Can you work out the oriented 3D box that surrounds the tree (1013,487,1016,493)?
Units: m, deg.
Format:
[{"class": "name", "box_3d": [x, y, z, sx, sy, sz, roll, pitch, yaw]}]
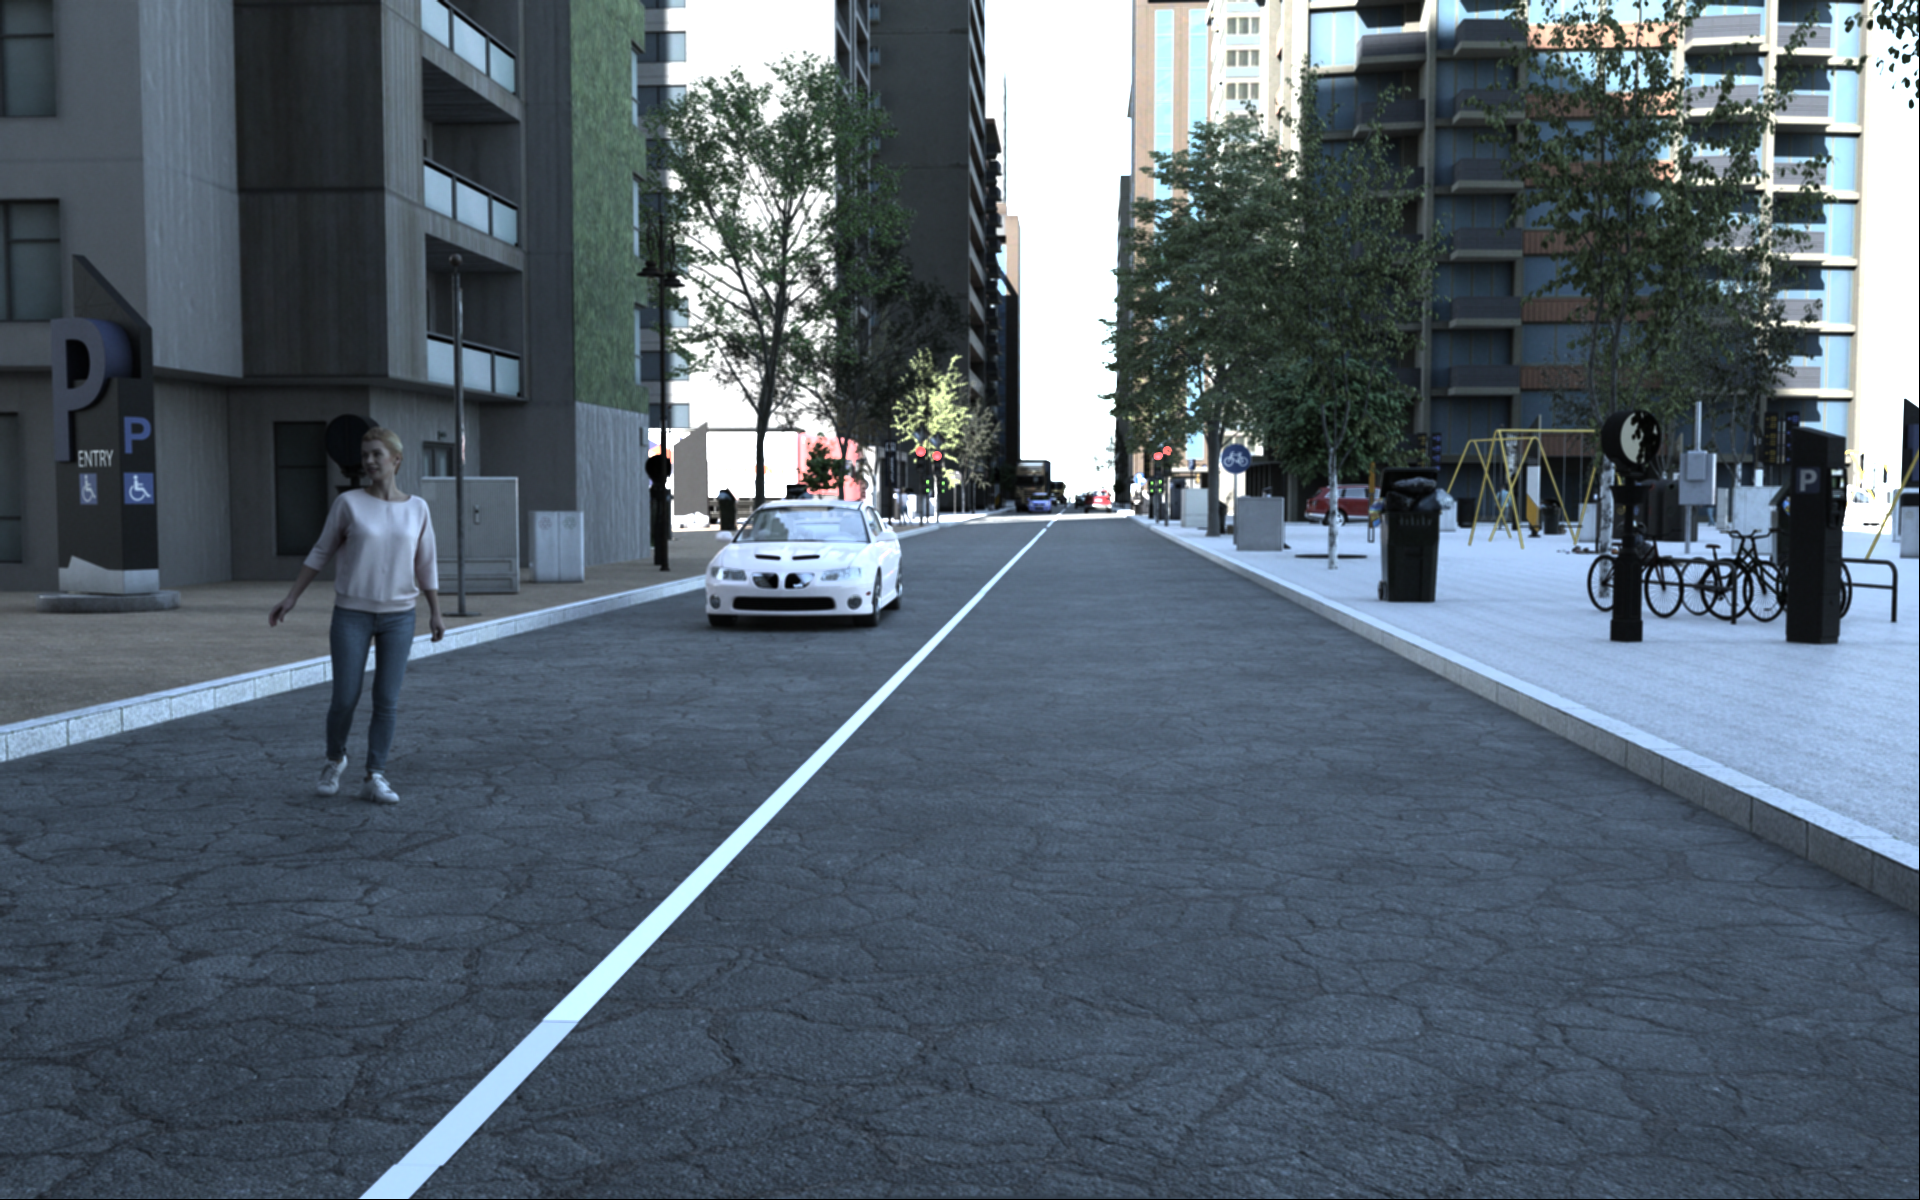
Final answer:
[{"class": "tree", "box_3d": [6.768, -12.690, 202.088, 1.663, 3.219, 1.824, 0, 3, 0]}]

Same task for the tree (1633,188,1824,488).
[{"class": "tree", "box_3d": [19.034, -5.631, 42.424, 4.360, 8.622, 3.978, 0, 3, 0]}]

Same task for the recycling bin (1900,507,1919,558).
[{"class": "recycling bin", "box_3d": [19.407, -1.358, 34.765, 0.722, 1.027, 0.722, -2, 4, -34]}]

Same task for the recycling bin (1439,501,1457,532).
[{"class": "recycling bin", "box_3d": [16.551, -2.859, 59.297, 0.722, 1.027, 0.722, 0, 4, 1]}]

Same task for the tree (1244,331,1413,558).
[{"class": "tree", "box_3d": [7.454, -3.142, 35.080, 4.285, 4.588, 4.351, 0, 3, 0]}]

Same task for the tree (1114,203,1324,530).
[{"class": "tree", "box_3d": [9.190, -8.351, 62.287, 9.928, 11.665, 9.643, 0, 3, 0]}]

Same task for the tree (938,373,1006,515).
[{"class": "tree", "box_3d": [0.266, -9.445, 104.784, 4.360, 8.622, 3.978, 0, 3, 0]}]

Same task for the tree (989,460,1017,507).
[{"class": "tree", "box_3d": [4.406, -11.215, 167.081, 4.285, 4.588, 4.351, 0, 3, 0]}]

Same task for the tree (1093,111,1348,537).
[{"class": "tree", "box_3d": [8.052, -8.177, 51.828, 7.486, 12.596, 7.792, 0, 3, 0]}]

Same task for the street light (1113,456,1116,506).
[{"class": "street light", "box_3d": [17.244, -13.476, 193.114, 0.468, 5.910, 1.993, 0, 4, 4]}]

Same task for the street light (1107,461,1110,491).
[{"class": "street light", "box_3d": [19.566, -15.557, 227.144, 0.468, 5.910, 1.993, 0, 4, 4]}]

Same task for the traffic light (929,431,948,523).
[{"class": "traffic light", "box_3d": [-0.984, -5.418, 77.497, 0.839, 4.253, 0.868, 0, 4, 4]}]

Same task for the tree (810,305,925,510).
[{"class": "tree", "box_3d": [-3.524, -7.107, 66.563, 4.360, 8.622, 3.978, 0, 3, 0]}]

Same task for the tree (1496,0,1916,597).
[{"class": "tree", "box_3d": [8.267, -4.338, 21.292, 4.737, 8.622, 4.395, 0, 3, 0]}]

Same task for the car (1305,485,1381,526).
[{"class": "car", "box_3d": [16.930, -3.840, 71.452, 5.304, 1.827, 2.281, 0, 4, 6]}]

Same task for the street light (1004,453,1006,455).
[{"class": "street light", "box_3d": [3.820, -11.093, 154.150, 0.468, 5.910, 1.993, 0, 4, 4]}]

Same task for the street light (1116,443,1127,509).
[{"class": "street light", "box_3d": [14.893, -11.436, 159.758, 0.468, 5.910, 1.993, 0, 4, 4]}]

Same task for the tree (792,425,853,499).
[{"class": "tree", "box_3d": [-4.048, -3.327, 49.003, 1.663, 3.219, 1.824, 0, 3, 0]}]

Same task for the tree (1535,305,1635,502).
[{"class": "tree", "box_3d": [23.965, -7.021, 65.156, 4.360, 8.622, 3.978, 0, 3, 0]}]

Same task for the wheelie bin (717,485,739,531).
[{"class": "wheelie bin", "box_3d": [-8.180, -3.246, 60.983, 0.693, 1.594, 0.980, 0, 4, 2]}]

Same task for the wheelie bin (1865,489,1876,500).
[{"class": "wheelie bin", "box_3d": [57.769, -6.250, 110.092, 0.693, 1.594, 0.980, 1, 4, 9]}]

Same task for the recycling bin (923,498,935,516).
[{"class": "recycling bin", "box_3d": [-1.907, -5.385, 100.595, 0.722, 1.027, 0.722, -1, 4, -18]}]

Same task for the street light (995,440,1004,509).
[{"class": "street light", "box_3d": [3.196, -10.511, 144.647, 0.468, 5.910, 1.993, 0, 4, 4]}]

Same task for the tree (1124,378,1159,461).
[{"class": "tree", "box_3d": [11.340, -9.014, 97.748, 4.737, 8.622, 4.395, 0, 3, 0]}]

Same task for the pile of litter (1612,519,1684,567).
[{"class": "pile of litter", "box_3d": [12.351, -1.062, 31.329, 1.176, 0.858, 1.719, 0, 4, -6]}]

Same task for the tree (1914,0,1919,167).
[{"class": "tree", "box_3d": [8.331, -3.755, 11.755, 4.737, 8.622, 4.395, 0, 3, 0]}]

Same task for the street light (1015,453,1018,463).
[{"class": "street light", "box_3d": [6.202, -13.170, 188.117, 0.468, 5.910, 1.993, 0, 4, 4]}]

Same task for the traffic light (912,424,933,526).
[{"class": "traffic light", "box_3d": [-1.534, -4.930, 69.531, 0.839, 4.253, 0.868, 0, 4, 4]}]

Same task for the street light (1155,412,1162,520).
[{"class": "street light", "box_3d": [9.713, -6.804, 84.038, 0.468, 5.910, 1.993, 0, 4, 4]}]

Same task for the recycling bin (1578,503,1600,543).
[{"class": "recycling bin", "box_3d": [16.888, -2.055, 46.147, 0.722, 1.027, 0.722, 2, 4, 24]}]

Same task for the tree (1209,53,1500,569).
[{"class": "tree", "box_3d": [6.308, -4.816, 29.107, 4.737, 8.622, 4.395, 0, 3, 0]}]

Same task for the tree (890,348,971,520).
[{"class": "tree", "box_3d": [-1.272, -8.323, 86.448, 4.737, 8.622, 4.395, 0, 3, 0]}]

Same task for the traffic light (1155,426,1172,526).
[{"class": "traffic light", "box_3d": [8.205, -4.890, 68.876, 0.839, 4.253, 0.868, 0, 4, 4]}]

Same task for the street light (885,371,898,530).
[{"class": "street light", "box_3d": [-2.532, -5.470, 62.230, 0.468, 5.910, 1.993, 0, 4, 4]}]

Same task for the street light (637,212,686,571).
[{"class": "street light", "box_3d": [-4.933, -3.424, 28.764, 0.468, 5.910, 1.993, 0, 4, 4]}]

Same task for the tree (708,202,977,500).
[{"class": "tree", "box_3d": [-3.886, -7.416, 55.666, 8.767, 10.594, 7.601, -1, 4, -9]}]

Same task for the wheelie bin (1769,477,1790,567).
[{"class": "wheelie bin", "box_3d": [14.792, -1.399, 30.783, 0.693, 1.594, 0.980, 1, 4, 14]}]

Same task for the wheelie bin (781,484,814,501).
[{"class": "wheelie bin", "box_3d": [-4.890, -2.702, 52.093, 0.980, 1.594, 0.693, 0, 4, -2]}]

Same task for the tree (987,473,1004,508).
[{"class": "tree", "box_3d": [3.288, -10.223, 161.750, 1.663, 3.219, 1.824, 0, 3, 0]}]

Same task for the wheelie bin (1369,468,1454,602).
[{"class": "wheelie bin", "box_3d": [5.413, -0.784, 20.731, 0.980, 1.594, 0.693, 0, 4, 4]}]

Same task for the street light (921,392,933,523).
[{"class": "street light", "box_3d": [-1.458, -6.421, 77.774, 0.468, 5.910, 1.993, 0, 4, 4]}]

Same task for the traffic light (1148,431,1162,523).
[{"class": "traffic light", "box_3d": [8.756, -5.377, 76.843, 0.839, 4.253, 0.868, 0, 4, 4]}]

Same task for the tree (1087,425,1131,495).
[{"class": "tree", "box_3d": [20.616, -18.397, 235.196, 7.601, 10.594, 8.767, 1, 4, 17]}]

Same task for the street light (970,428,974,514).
[{"class": "street light", "box_3d": [0.843, -8.471, 111.290, 0.468, 5.910, 1.993, 0, 4, 4]}]

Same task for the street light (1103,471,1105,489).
[{"class": "street light", "box_3d": [20.724, -16.556, 243.475, 0.468, 5.910, 1.993, 0, 4, 4]}]

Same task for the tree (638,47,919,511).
[{"class": "tree", "box_3d": [-4.594, -7.030, 40.694, 9.928, 11.665, 9.643, 0, 3, 0]}]

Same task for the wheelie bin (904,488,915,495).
[{"class": "wheelie bin", "box_3d": [-2.868, -5.396, 96.125, 0.980, 1.594, 0.693, 2, 4, 30]}]

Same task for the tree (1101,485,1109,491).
[{"class": "tree", "box_3d": [25.412, -19.168, 308.002, 1.663, 3.219, 1.824, 0, 3, 0]}]

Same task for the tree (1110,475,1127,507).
[{"class": "tree", "box_3d": [18.046, -12.282, 195.414, 1.663, 3.219, 1.824, 0, 3, 0]}]

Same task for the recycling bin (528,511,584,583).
[{"class": "recycling bin", "box_3d": [-5.894, -0.778, 25.272, 0.722, 1.027, 0.722, -1, 4, -19]}]

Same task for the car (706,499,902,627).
[{"class": "car", "box_3d": [-1.727, -0.484, 20.276, 2.083, 1.381, 4.827, 0, 4, 3]}]

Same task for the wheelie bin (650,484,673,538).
[{"class": "wheelie bin", "box_3d": [-8.663, -2.566, 49.865, 0.693, 1.594, 0.980, 1, 4, 22]}]
